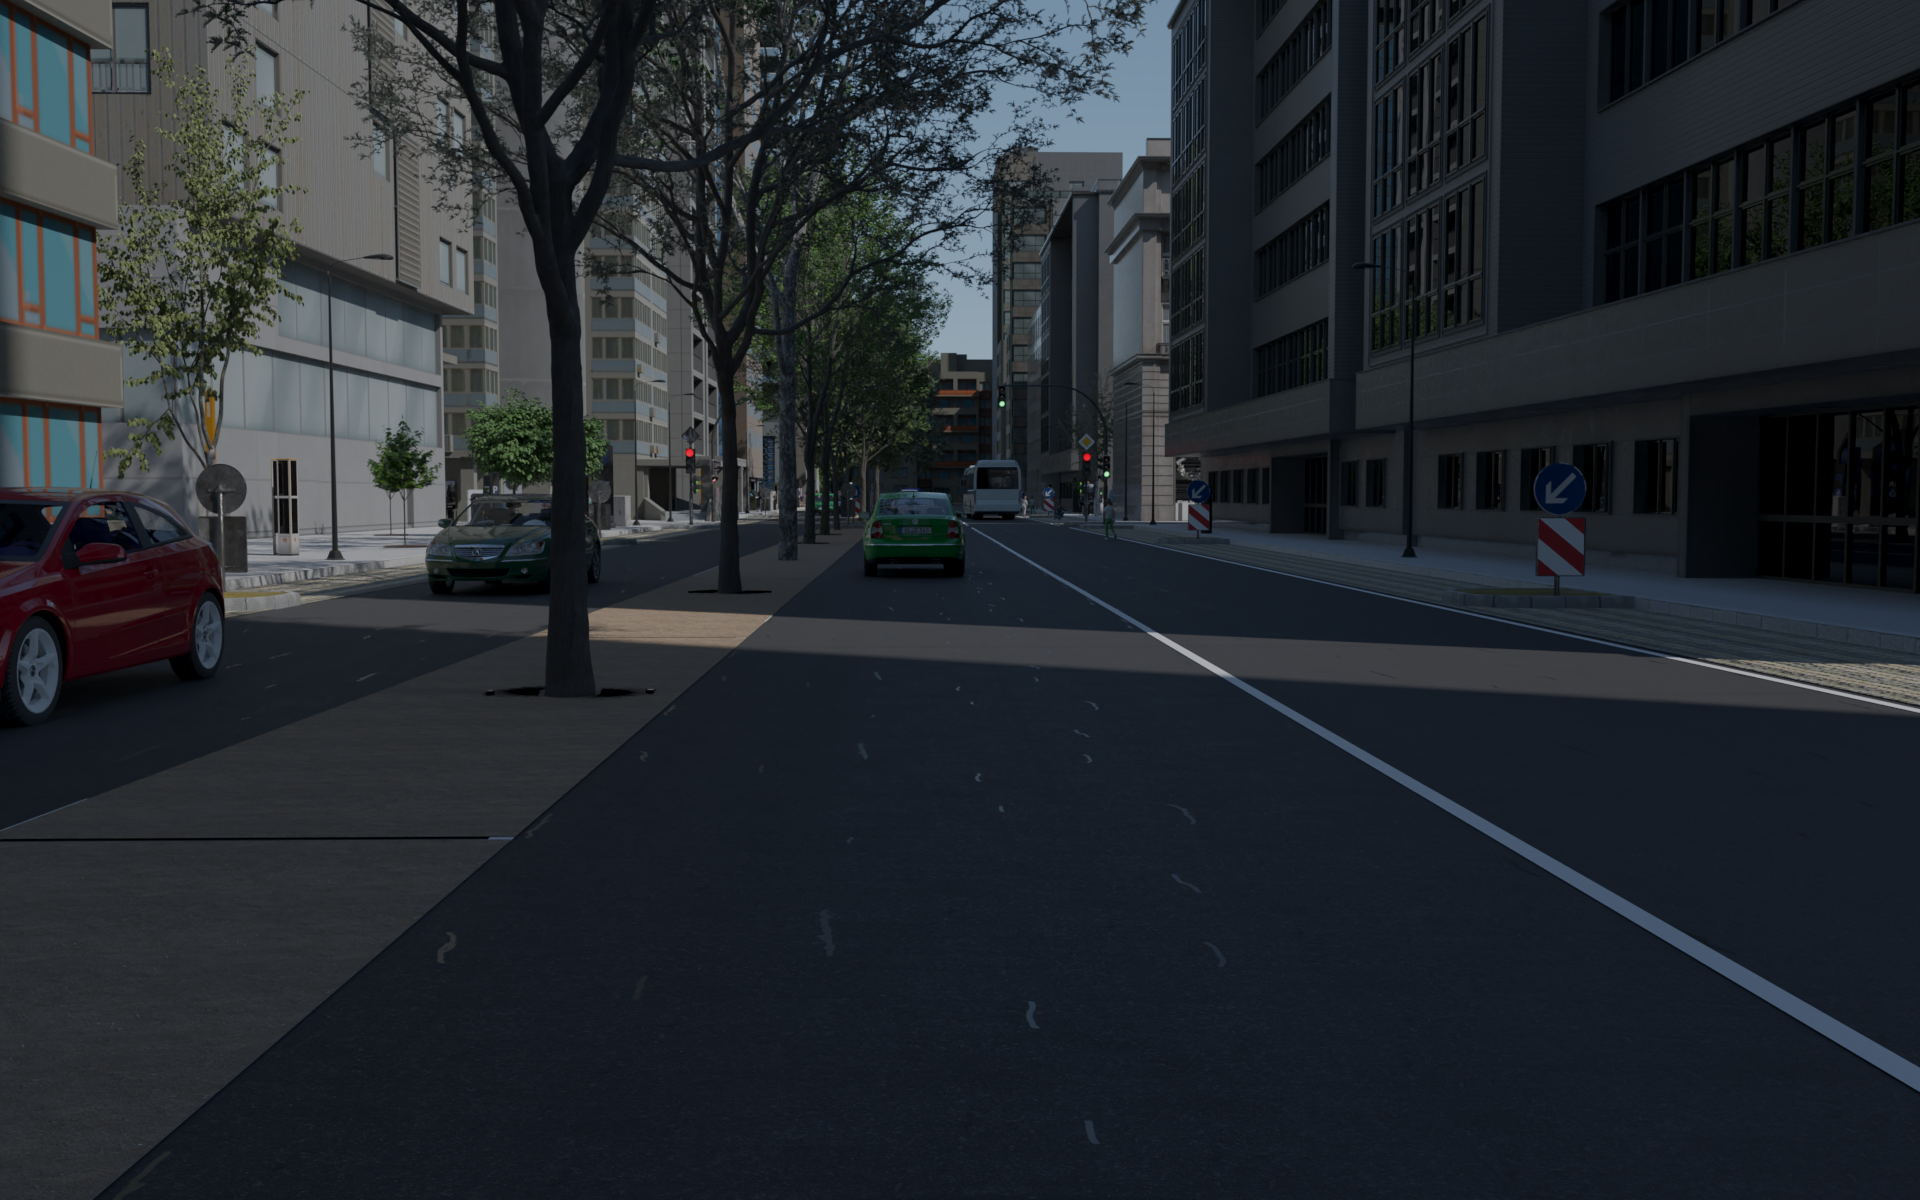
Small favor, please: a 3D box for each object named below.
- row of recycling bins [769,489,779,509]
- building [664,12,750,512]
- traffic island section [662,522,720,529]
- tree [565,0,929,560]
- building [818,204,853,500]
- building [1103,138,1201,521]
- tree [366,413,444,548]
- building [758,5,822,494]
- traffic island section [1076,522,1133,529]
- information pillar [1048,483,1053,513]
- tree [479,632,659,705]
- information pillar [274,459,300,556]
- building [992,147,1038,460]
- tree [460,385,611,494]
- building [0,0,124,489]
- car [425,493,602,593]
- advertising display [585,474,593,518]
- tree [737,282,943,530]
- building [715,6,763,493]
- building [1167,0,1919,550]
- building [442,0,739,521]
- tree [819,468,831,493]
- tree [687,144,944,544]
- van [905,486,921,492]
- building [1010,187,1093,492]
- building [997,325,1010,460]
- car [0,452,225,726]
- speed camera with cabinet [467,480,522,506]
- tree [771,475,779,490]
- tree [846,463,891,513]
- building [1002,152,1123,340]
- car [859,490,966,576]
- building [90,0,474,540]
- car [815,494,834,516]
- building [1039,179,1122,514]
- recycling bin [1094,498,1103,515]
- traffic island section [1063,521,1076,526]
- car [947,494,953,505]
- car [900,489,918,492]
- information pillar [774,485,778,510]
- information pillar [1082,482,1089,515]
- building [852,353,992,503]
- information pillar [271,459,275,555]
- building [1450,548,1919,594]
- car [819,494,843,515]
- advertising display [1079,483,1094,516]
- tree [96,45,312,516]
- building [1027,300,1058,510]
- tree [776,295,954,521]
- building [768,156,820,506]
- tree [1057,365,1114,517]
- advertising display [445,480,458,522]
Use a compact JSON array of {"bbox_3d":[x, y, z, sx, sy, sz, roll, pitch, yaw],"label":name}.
[{"bbox_3d":[-16.000,-8.509,146.242,1.069,1.692,3.534,1,4,12],"label":"row of recycling bins"},{"bbox_3d":[-25.414,-41.646,119.158,20.563,71.187,20.611,0,4,-2],"label":"building"},{"bbox_3d":[-11.160,-3.028,71.791,2.009,0.180,2.903,0,4,-2],"label":"traffic island section"},{"bbox_3d":[-4.939,-10.958,37.508,12.611,20.169,13.585,0,3,0],"label":"tree"},{"bbox_3d":[-26.231,-38.188,248.067,21.600,48.544,21.300,0,4,-2],"label":"building"},{"bbox_3d":[19.883,-14.987,86.836,24.055,21.916,13.314,0,4,-2],"label":"building"},{"bbox_3d":[-13.404,-2.863,41.410,1.663,3.219,1.824,0,3,0],"label":"tree"},{"bbox_3d":[-33.348,-55.358,217.776,31.000,86.520,22.319,0,4,-2],"label":"building"},{"bbox_3d":[6.076,-3.056,72.241,2.009,0.180,2.903,0,4,-2],"label":"traffic island section"},{"bbox_3d":[6.285,-7.080,120.255,0.304,2.012,0.304,0,4,7],"label":"information pillar"},{"bbox_3d":[-2.730,-6.049,11.727,12.009,13.543,11.850,0,3,0],"label":"tree"},{"bbox_3d":[-13.957,-1.926,35.975,0.304,2.012,0.304,1,4,11],"label":"information pillar"},{"bbox_3d":[11.385,-35.098,223.965,14.600,45.320,14.200,0,4,-2],"label":"building"},{"bbox_3d":[-13.428,-4.205,52.465,4.285,4.588,4.351,0,3,0],"label":"tree"},{"bbox_3d":[-25.308,-10.046,9.297,27.650,21.520,28.899,0,4,-2],"label":"building"},{"bbox_3d":[-6.747,-0.902,26.547,2.131,1.459,4.920,0,4,0],"label":"car"},{"bbox_3d":[-12.291,-3.192,57.403,0.123,1.923,0.974,0,4,-4],"label":"advertising display"},{"bbox_3d":[-4.861,-8.068,68.774,8.767,10.594,7.601,0,4,-2],"label":"tree"},{"bbox_3d":[-24.232,-30.290,145.346,14.600,45.320,14.200,0,4,-2],"label":"building"},{"bbox_3d":[15.843,-14.517,56.423,14.314,24.678,30.058,0,4,-2],"label":"building"},{"bbox_3d":[-28.467,-24.336,89.767,32.217,40.220,23.993,0,4,-2],"label":"building"},{"bbox_3d":[-16.634,-13.501,204.459,4.285,4.588,4.351,0,3,0],"label":"tree"},{"bbox_3d":[-4.204,-7.396,49.140,9.928,11.665,9.643,0,3,0],"label":"tree"},{"bbox_3d":[-5.258,-11.522,192.766,2.240,2.365,5.245,0,4,0],"label":"van"},{"bbox_3d":[11.708,-24.185,167.122,14.160,30.474,14.107,0,4,-2],"label":"building"},{"bbox_3d":[18.542,-21.040,189.046,27.650,21.520,28.899,0,4,-2],"label":"building"},{"bbox_3d":[-6.656,-0.180,11.982,2.155,1.783,4.494,0,4,-3],"label":"car"},{"bbox_3d":[-17.999,-4.439,66.917,2.038,3.252,0.660,-1,4,-17],"label":"speed camera with cabinet"},{"bbox_3d":[-15.294,-9.467,149.386,1.663,3.219,1.824,0,3,0],"label":"tree"},{"bbox_3d":[-5.187,-9.065,101.025,4.360,8.622,3.978,0,3,0],"label":"tree"},{"bbox_3d":[11.987,-32.180,209.731,14.154,41.232,14.086,0,4,-2],"label":"building"},{"bbox_3d":[-0.873,-1.395,31.598,1.959,1.807,4.718,0,4,-3],"label":"car"},{"bbox_3d":[-32.609,-28.585,56.609,27.495,52.752,28.713,0,4,-2],"label":"building"},{"bbox_3d":[-9.117,-6.563,116.094,1.959,1.807,4.718,0,4,-2],"label":"car"},{"bbox_3d":[13.742,-18.597,123.120,14.314,24.678,30.058,0,4,-2],"label":"building"},{"bbox_3d":[8.603,-5.659,105.075,0.722,1.027,0.722,-2,4,-30],"label":"recycling bin"},{"bbox_3d":[5.864,-3.544,80.224,2.009,0.180,2.903,0,4,-2],"label":"traffic island section"},{"bbox_3d":[-1.803,-12.625,215.214,1.959,1.807,4.718,0,4,0],"label":"car"},{"bbox_3d":[-4.201,-8.214,142.978,2.281,1.827,5.304,0,4,-3],"label":"car"},{"bbox_3d":[-15.126,-8.431,142.337,0.304,2.012,0.304,0,4,-3],"label":"information pillar"},{"bbox_3d":[7.596,-6.125,104.629,0.304,2.012,0.304,-2,4,-34],"label":"information pillar"},{"bbox_3d":[-0.868,-24.977,253.420,28.899,21.520,27.650,0,4,-2],"label":"building"},{"bbox_3d":[-14.380,-1.965,36.627,0.304,2.012,0.304,-1,4,-18],"label":"information pillar"},{"bbox_3d":[16.789,-12.683,26.436,14.314,24.678,30.058,0,4,-2],"label":"building"},{"bbox_3d":[-8.959,-6.809,121.112,2.009,1.686,4.222,0,4,-1],"label":"car"},{"bbox_3d":[7.563,-6.021,103.653,0.974,1.923,0.123,-1,4,-23],"label":"advertising display"},{"bbox_3d":[-12.487,-4.773,28.395,4.737,8.622,4.395,0,3,0],"label":"tree"},{"bbox_3d":[11.471,-17.888,147.217,10.420,20.320,16.860,0,4,-2],"label":"building"},{"bbox_3d":[-5.097,-10.618,93.066,9.611,12.733,9.660,0,3,0],"label":"tree"},{"bbox_3d":[-23.129,-31.110,192.242,14.154,41.232,14.086,0,4,-2],"label":"building"},{"bbox_3d":[7.739,-9.092,99.022,4.360,8.622,3.978,0,3,0],"label":"tree"},{"bbox_3d":[-23.138,-4.493,78.672,0.974,1.923,0.123,3,5,40],"label":"advertising display"}]
